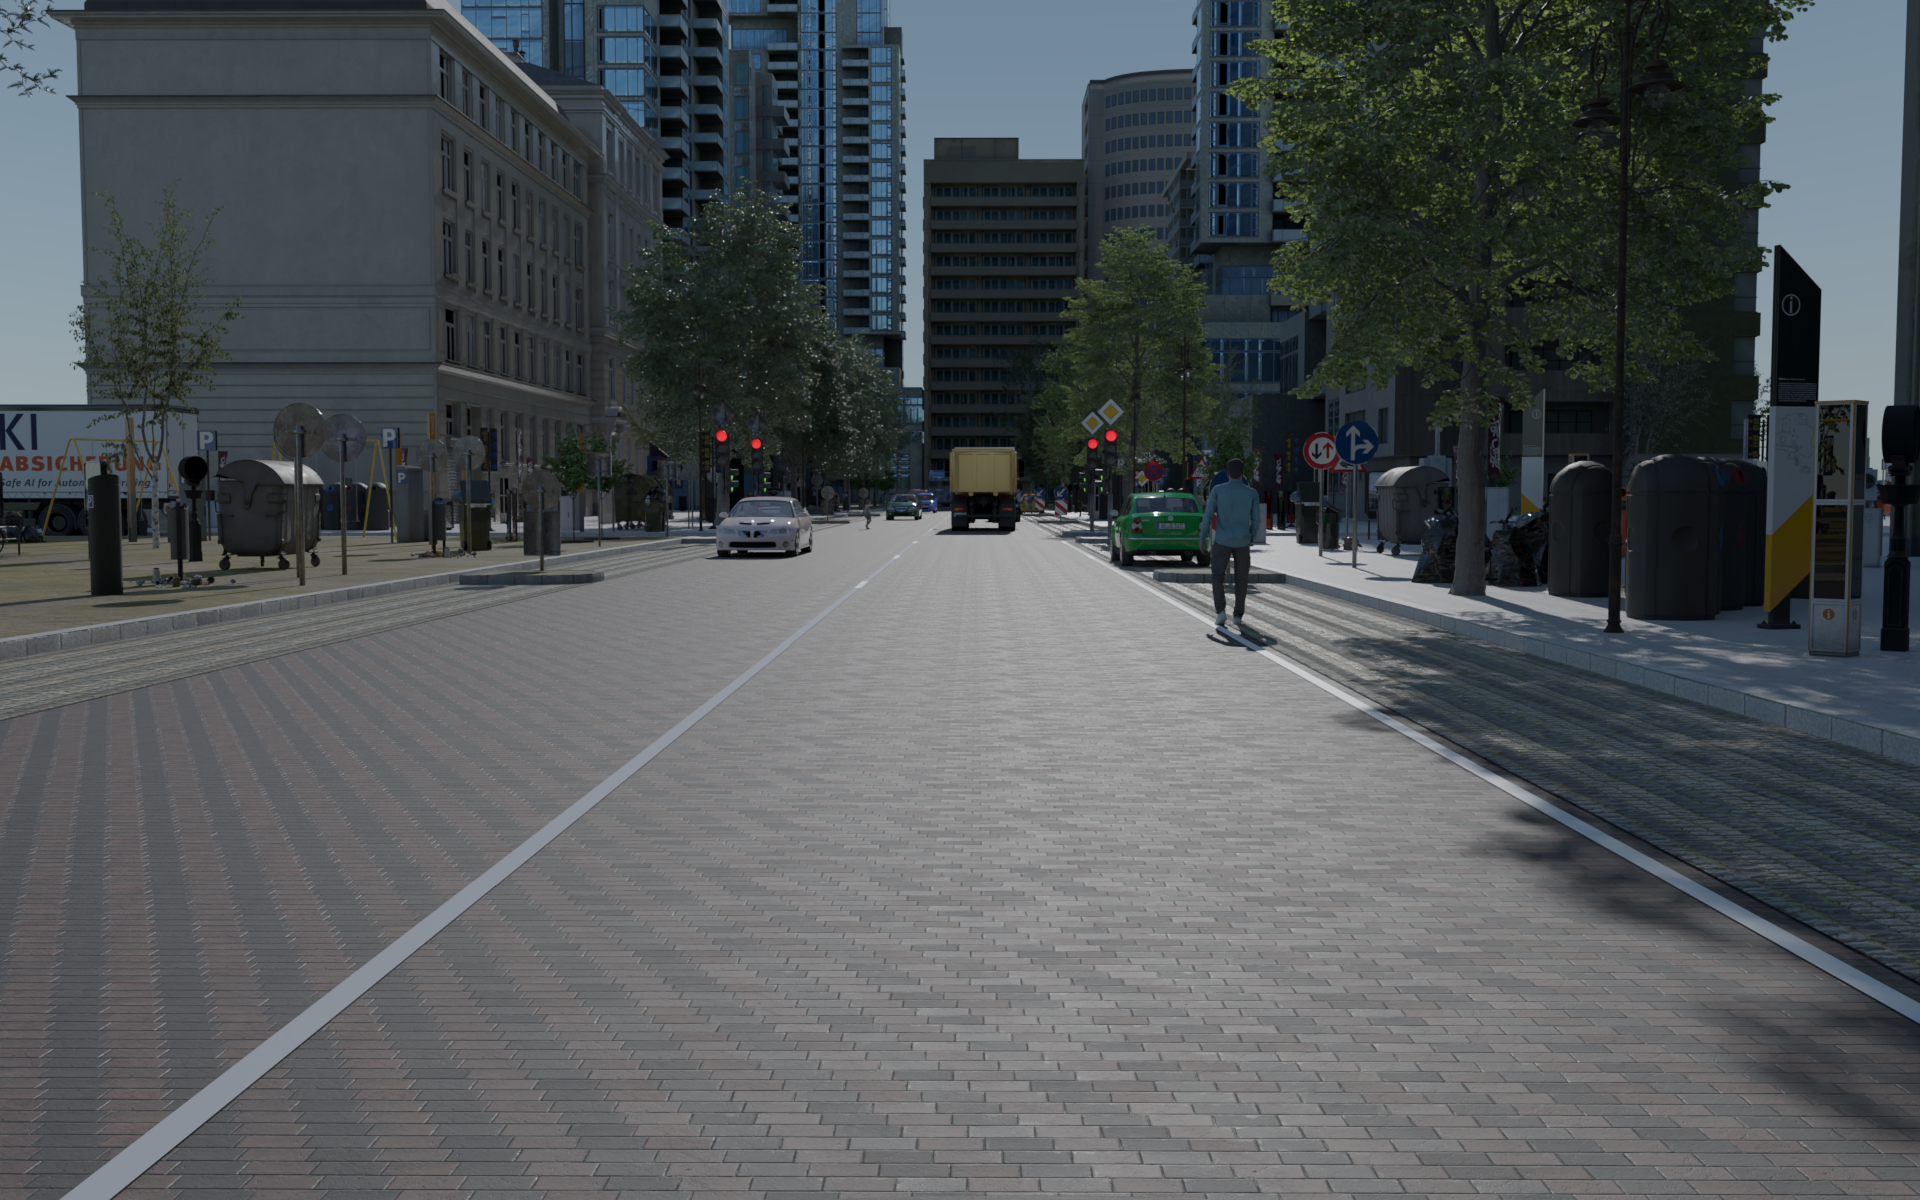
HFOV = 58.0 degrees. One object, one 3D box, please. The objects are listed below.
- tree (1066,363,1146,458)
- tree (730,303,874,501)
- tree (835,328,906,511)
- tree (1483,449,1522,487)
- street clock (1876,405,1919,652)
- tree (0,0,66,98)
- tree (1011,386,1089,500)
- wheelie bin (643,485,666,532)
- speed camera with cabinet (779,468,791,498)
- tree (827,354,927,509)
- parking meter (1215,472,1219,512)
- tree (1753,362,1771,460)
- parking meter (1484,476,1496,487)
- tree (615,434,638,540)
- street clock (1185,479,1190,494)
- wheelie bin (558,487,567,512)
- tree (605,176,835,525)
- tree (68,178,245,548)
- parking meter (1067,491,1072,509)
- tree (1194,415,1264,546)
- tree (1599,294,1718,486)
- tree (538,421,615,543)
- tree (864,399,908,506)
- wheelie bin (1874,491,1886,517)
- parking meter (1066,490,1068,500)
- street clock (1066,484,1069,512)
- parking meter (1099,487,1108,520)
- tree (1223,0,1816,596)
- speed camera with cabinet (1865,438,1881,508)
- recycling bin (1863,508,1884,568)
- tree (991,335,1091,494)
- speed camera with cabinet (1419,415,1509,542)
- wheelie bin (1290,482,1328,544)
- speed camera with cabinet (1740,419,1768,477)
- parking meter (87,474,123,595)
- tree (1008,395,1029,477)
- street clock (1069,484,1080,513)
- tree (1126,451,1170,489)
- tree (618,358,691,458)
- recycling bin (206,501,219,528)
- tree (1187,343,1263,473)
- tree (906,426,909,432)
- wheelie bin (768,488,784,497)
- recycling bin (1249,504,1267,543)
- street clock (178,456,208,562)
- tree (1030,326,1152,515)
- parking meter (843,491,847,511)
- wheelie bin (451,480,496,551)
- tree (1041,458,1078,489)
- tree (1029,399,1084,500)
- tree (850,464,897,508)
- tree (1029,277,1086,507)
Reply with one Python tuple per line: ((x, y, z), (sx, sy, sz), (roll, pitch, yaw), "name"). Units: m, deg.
((8.035, -8.877, 95.499), (4.360, 8.622, 3.978), (0, 3, 0), "tree")
((-9.812, -11.246, 100.876), (9.611, 12.733, 9.660), (0, 3, 0), "tree")
((-9.457, -12.902, 117.597), (9.857, 13.997, 8.962), (0, 3, 0), "tree")
((20.364, -4.367, 66.008), (1.663, 3.219, 1.824), (0, 3, 0), "tree")
((7.658, -0.585, 14.130), (0.358, 2.002, 0.471), (3, 4, 37), "street clock")
((-9.346, -6.149, 10.912), (12.009, 13.543, 11.850), (0, 3, 0), "tree")
((8.280, -13.177, 149.861), (7.601, 10.594, 8.767), (1, 4, 23), "tree")
((-10.288, -3.101, 58.615), (0.693, 1.594, 0.980), (1, 4, 12), "wheelie bin")
((-13.032, -8.008, 125.260), (0.660, 3.252, 2.038), (2, 4, 32), "speed camera with cabinet")
((-8.449, -14.699, 150.694), (12.009, 13.543, 11.850), (0, 3, 0), "tree")
((6.857, -2.462, 45.959), (0.255, 1.863, 0.399), (1, 4, 13), "parking meter")
((34.523, -7.767, 77.353), (4.737, 8.622, 4.395), (0, 3, 0), "tree")
((15.702, -2.791, 51.351), (0.255, 1.863, 0.399), (0, 4, -4), "parking meter")
((-10.232, -3.325, 48.965), (1.663, 3.219, 1.824), (0, 3, 0), "tree")
((10.675, -4.717, 81.694), (0.358, 2.002, 0.471), (0, 4, 1), "street clock")
((-17.270, -4.091, 74.791), (0.693, 1.594, 0.980), (-3, 4, -39), "wheelie bin")
((-9.821, -10.058, 71.109), (9.857, 13.997, 8.962), (0, 3, 0), "tree")
((-19.067, -5.536, 40.868), (4.360, 8.622, 3.978), (0, 3, 0), "tree")
((7.840, -7.052, 123.709), (0.372, 1.533, 0.369), (0, 3, 0), "parking meter")
((6.593, -2.940, 42.673), (1.663, 3.219, 1.824), (0, 3, 0), "tree")
((25.855, -7.010, 64.969), (4.360, 8.622, 3.978), (0, 3, 0), "tree")
((-10.409, -3.145, 46.027), (1.663, 3.219, 1.824), (0, 3, 0), "tree")
((-9.001, -15.488, 178.986), (9.928, 11.665, 9.643), (0, 3, 0), "tree")
((52.472, -5.561, 98.824), (0.693, 1.594, 0.980), (1, 4, 18), "wheelie bin")
((8.205, -7.730, 132.096), (0.255, 1.863, 0.399), (1, 4, 9), "parking meter")
((7.682, -7.123, 121.027), (0.471, 2.002, 0.358), (-1, 4, -8), "street clock")
((7.125, -4.917, 86.104), (0.399, 1.863, 0.255), (3, 5, 45), "parking meter")
((6.807, -6.349, 21.933), (7.486, 12.596, 7.792), (0, 3, 0), "tree")
((31.140, -4.075, 60.963), (2.038, 3.252, 0.660), (2, 4, 27), "speed camera with cabinet")
((15.883, -1.104, 30.611), (0.722, 1.027, 0.722), (2, 4, 31), "recycling bin")
((9.634, -21.322, 204.508), (12.611, 20.169, 13.585), (0, 3, 0), "tree")
((12.178, -2.908, 41.876), (2.038, 3.252, 0.660), (0, 4, 2), "speed camera with cabinet")
((9.051, -2.273, 45.076), (0.980, 1.594, 0.693), (0, 4, -4), "wheelie bin")
((20.330, -3.103, 45.071), (2.038, 3.252, 0.660), (-3, 5, -44), "speed camera with cabinet")
((-10.881, -0.834, 22.051), (0.372, 1.533, 0.369), (0, 3, 0), "parking meter")
((8.704, -15.631, 173.699), (7.486, 12.596, 7.792), (0, 3, 0), "tree")
((7.998, -7.004, 119.084), (0.471, 2.002, 0.358), (-2, 4, -33), "street clock")
((14.151, -8.958, 130.171), (4.285, 4.588, 4.351), (0, 3, 0), "tree")
((-15.752, -8.673, 92.163), (4.737, 8.622, 4.395), (0, 3, 0), "tree")
((-28.200, -3.247, 65.636), (0.722, 1.027, 0.722), (0, 4, 4), "recycling bin")
((12.751, -8.255, 85.330), (4.737, 8.622, 4.395), (0, 3, 0), "tree")
((-8.870, -13.902, 133.960), (9.857, 13.997, 8.962), (0, 3, 0), "tree")
((-9.687, -5.075, 90.878), (0.980, 1.594, 0.693), (-2, 4, -27), "wheelie bin")
((7.657, -2.021, 45.593), (0.722, 1.027, 0.722), (0, 4, 1), "recycling bin")
((-14.555, -1.734, 32.919), (0.358, 2.002, 0.471), (3, 5, 39), "street clock")
((8.154, -11.041, 106.272), (9.928, 11.665, 9.643), (0, 3, 0), "tree")
((-8.752, -7.548, 131.817), (0.372, 1.533, 0.369), (0, 3, 0), "parking meter")
((-11.076, -1.925, 39.384), (0.980, 1.594, 0.693), (-2, 4, -29), "wheelie bin")
((8.195, -9.537, 139.640), (4.285, 4.588, 4.351), (0, 3, 0), "tree")
((7.369, -10.785, 126.698), (4.737, 8.622, 4.395), (0, 3, 0), "tree")
((-8.937, -10.896, 161.866), (4.285, 4.588, 4.351), (0, 3, 0), "tree")
((7.658, -9.498, 73.412), (7.486, 12.596, 7.792), (0, 3, 0), "tree")
